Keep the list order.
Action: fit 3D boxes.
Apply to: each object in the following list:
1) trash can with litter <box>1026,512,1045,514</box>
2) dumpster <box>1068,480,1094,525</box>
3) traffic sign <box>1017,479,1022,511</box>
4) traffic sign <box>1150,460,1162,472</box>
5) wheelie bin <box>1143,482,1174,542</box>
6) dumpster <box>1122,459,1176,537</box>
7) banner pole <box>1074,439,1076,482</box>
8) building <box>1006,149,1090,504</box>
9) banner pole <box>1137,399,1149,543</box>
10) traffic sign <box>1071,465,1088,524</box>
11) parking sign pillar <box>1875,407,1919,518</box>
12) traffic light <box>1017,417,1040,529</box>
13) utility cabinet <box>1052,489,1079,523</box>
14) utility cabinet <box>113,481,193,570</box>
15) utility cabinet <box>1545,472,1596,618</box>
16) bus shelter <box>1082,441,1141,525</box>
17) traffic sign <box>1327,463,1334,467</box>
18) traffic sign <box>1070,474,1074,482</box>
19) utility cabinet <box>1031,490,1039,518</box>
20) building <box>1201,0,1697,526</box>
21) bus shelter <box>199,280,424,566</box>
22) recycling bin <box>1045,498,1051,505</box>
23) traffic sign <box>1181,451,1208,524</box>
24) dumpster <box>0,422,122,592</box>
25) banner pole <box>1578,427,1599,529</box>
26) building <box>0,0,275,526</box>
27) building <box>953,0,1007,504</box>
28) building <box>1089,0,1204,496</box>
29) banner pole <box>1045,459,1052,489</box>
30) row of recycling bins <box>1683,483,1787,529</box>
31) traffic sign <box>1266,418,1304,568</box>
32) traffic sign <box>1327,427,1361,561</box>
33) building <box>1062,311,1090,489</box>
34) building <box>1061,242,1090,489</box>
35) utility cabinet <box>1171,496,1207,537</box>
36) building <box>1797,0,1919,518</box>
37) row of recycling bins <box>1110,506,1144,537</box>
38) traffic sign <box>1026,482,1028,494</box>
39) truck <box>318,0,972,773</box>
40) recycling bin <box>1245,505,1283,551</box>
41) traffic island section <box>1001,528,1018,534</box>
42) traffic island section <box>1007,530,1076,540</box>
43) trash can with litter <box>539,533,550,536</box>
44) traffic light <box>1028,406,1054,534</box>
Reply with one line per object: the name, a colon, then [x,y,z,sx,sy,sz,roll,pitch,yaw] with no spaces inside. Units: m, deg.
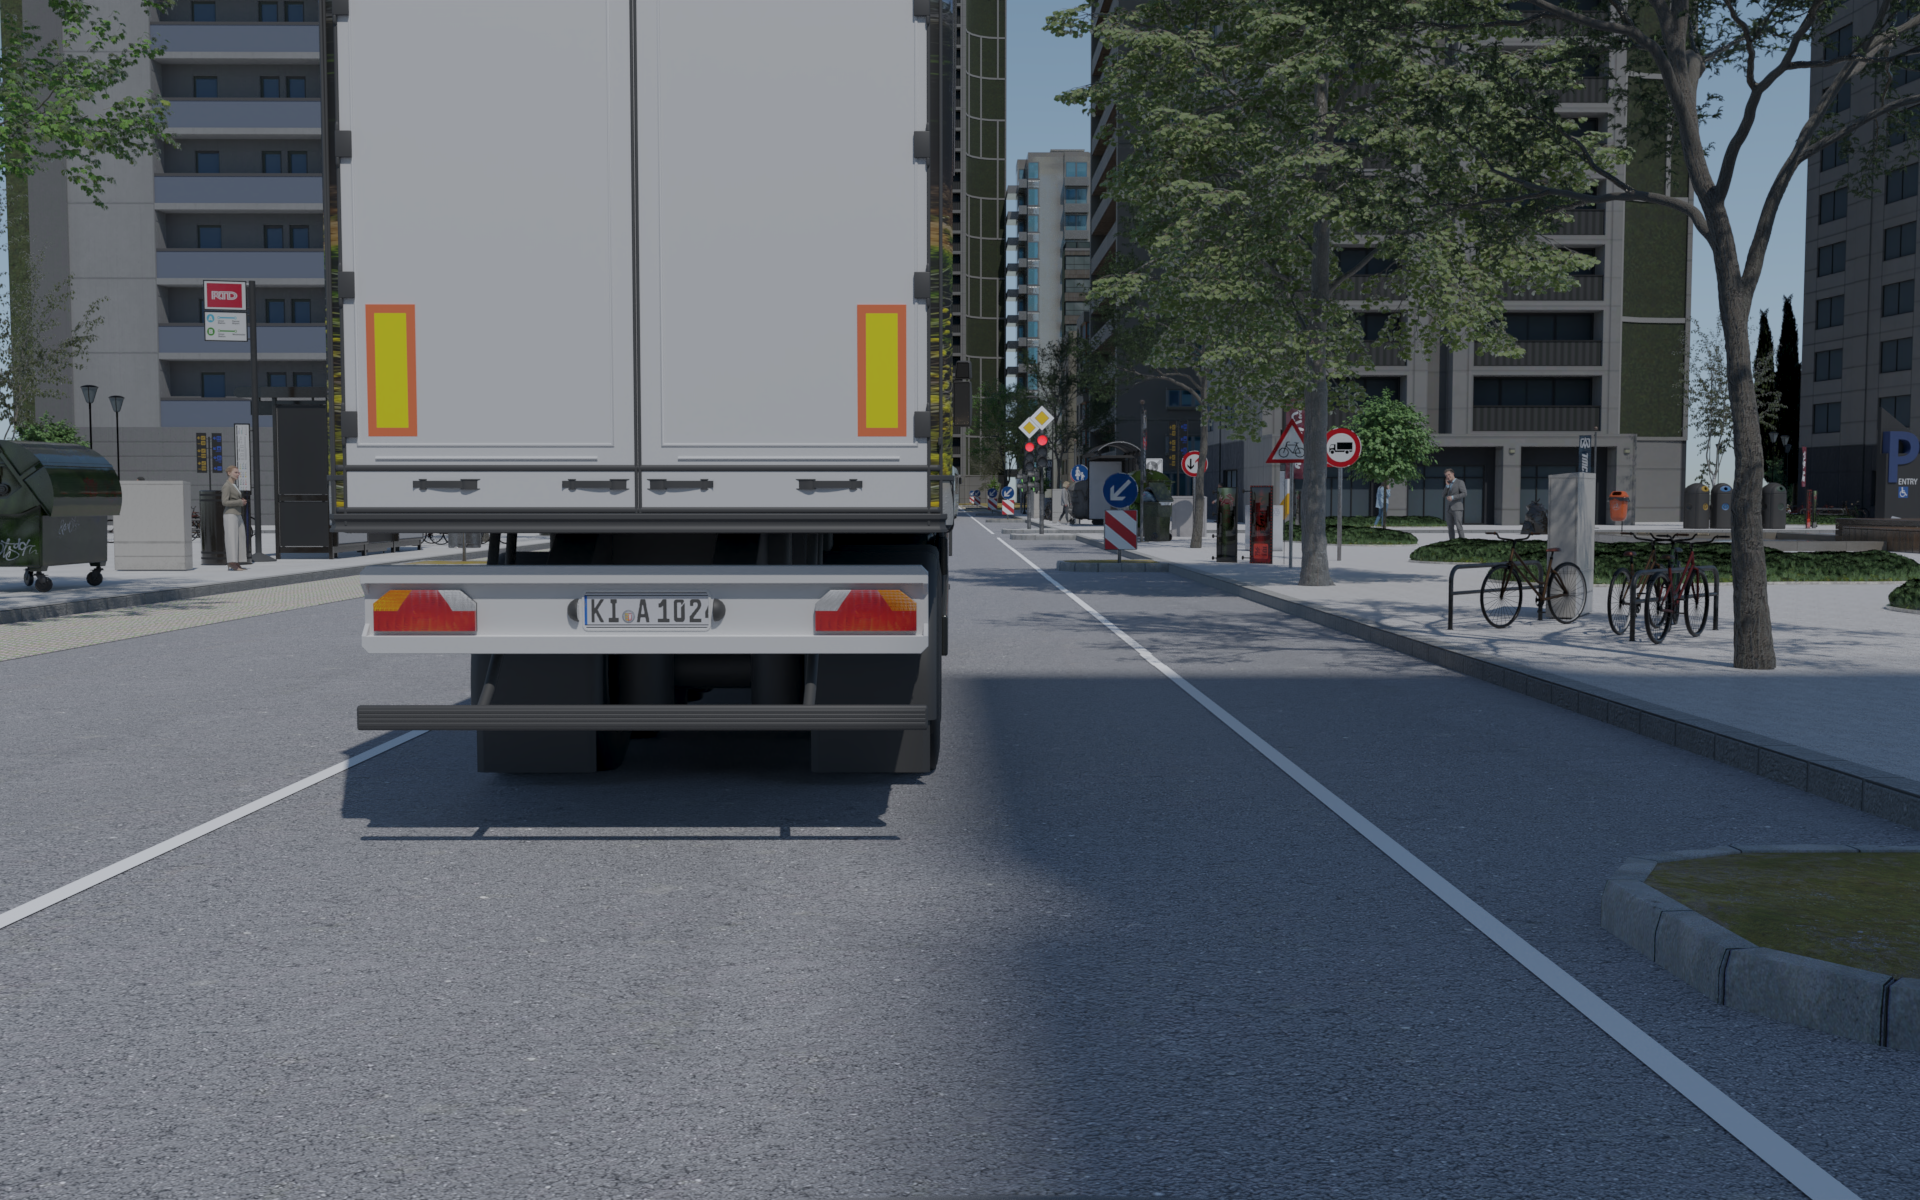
trash can with litter: [4.853,-6.408,115.827,1.678,1.210,2.233,0,4,8]
dumpster: [5.205,-4.105,72.870,1.264,1.857,1.865,0,4,-1]
traffic sign: [3.941,-6.706,111.767,0.606,2.300,0.079,1,4,9]
traffic sign: [5.565,-2.943,50.256,0.606,2.300,0.079,1,4,9]
wheelie bin: [5.300,-2.381,46.845,0.980,1.594,0.693,-3,5,-43]
dumpster: [5.267,-2.853,49.145,1.502,2.255,1.985,0,4,-1]
banner pole: [5.253,-5.451,79.144,0.401,3.779,0.863,0,4,5]
building: [21.634,-37.947,240.033,30.456,49.044,23.786,0,4,-1]
banner pole: [4.843,-3.406,45.700,0.401,3.779,0.863,0,4,-4]
traffic sign: [5.168,-4.565,74.749,0.768,2.556,0.104,0,4,4]
parking sign pillar: [29.187,-3.998,53.839,1.447,3.967,1.447,-1,4,-13]
traffic light: [2.502,-4.537,63.101,0.839,4.253,0.868,0,4,-1]
utility cabinet: [4.642,-4.093,75.601,1.173,1.500,0.318,1,4,22]
utility cabinet: [-13.483,-1.239,28.938,1.173,1.500,0.318,0,4,-1]
utility cabinet: [6.403,-0.581,18.181,0.318,1.500,1.173,2,4,28]
bus shelter: [6.073,-4.590,68.972,2.014,3.302,5.546,0,4,0]
traffic sign: [6.890,-2.082,34.047,0.884,2.594,0.081,0,4,2]
traffic sign: [5.575,-4.980,81.532,0.768,2.556,0.104,0,4,1]
utility cabinet: [3.953,-5.081,91.755,0.318,1.500,1.173,-1,4,-9]
building: [22.853,-39.158,78.492,20.611,71.187,20.563,0,4,-1]
bus shelter: [-13.101,-3.524,35.247,2.179,5.291,8.768,0,4,0]
recycling bin: [6.272,-6.807,123.850,0.722,1.027,0.722,-1,4,-20]
traffic sign: [6.891,-3.109,50.946,0.768,2.556,0.104,0,4,4]
dumpster: [-12.442,-1.270,23.253,1.502,2.255,1.985,0,4,-1]
banner pole: [23.438,-4.559,64.564,0.863,3.779,0.401,3,5,43]
building: [-29.126,-33.081,82.877,21.231,58.520,28.212,0,4,-1]
building: [-3.896,-48.975,238.988,20.611,71.187,20.563,0,4,-1]
building: [20.731,-30.503,122.430,21.300,48.544,21.600,0,4,-1]
banner pole: [5.442,-7.288,109.173,0.863,3.779,0.401,0,4,7]
row of recycling bins: [28.450,-3.459,63.666,3.534,1.692,1.069,0,4,6]
traffic sign: [5.710,-1.825,29.847,0.884,2.594,0.081,1,4,9]
traffic sign: [7.286,-2.025,33.207,0.768,2.556,0.104,0,4,4]
building: [25.341,-20.384,178.318,27.650,21.520,28.899,0,4,-1]
building: [18.579,-26.161,199.441,14.160,30.474,14.107,0,4,-1]
utility cabinet: [6.880,-2.498,52.005,1.020,1.237,0.306,1,4,22]
building: [54.951,-39.263,80.194,20.611,71.187,20.563,0,4,-1]
row of recycling bins: [5.383,-2.828,53.349,1.069,1.692,3.534,-1,4,-10]
traffic sign: [5.178,-8.059,131.874,0.768,2.556,0.104,0,4,7]
truck: [-1.276,-1.427,12.237,2.839,4.237,11.283,0,4,0]
recycling bin: [6.854,-1.621,39.055,0.722,1.027,0.722,0,4,-3]
traffic island section: [2.543,-2.504,63.215,2.009,0.180,2.903,0,4,-1]
traffic island section: [2.623,-2.015,55.230,2.009,0.180,2.903,0,4,-1]
trash can with litter: [-12.840,-2.573,53.462,0.624,1.170,1.055,-2,4,-25]
traffic light: [2.583,-4.049,55.116,0.839,4.253,0.868,0,4,-1]
